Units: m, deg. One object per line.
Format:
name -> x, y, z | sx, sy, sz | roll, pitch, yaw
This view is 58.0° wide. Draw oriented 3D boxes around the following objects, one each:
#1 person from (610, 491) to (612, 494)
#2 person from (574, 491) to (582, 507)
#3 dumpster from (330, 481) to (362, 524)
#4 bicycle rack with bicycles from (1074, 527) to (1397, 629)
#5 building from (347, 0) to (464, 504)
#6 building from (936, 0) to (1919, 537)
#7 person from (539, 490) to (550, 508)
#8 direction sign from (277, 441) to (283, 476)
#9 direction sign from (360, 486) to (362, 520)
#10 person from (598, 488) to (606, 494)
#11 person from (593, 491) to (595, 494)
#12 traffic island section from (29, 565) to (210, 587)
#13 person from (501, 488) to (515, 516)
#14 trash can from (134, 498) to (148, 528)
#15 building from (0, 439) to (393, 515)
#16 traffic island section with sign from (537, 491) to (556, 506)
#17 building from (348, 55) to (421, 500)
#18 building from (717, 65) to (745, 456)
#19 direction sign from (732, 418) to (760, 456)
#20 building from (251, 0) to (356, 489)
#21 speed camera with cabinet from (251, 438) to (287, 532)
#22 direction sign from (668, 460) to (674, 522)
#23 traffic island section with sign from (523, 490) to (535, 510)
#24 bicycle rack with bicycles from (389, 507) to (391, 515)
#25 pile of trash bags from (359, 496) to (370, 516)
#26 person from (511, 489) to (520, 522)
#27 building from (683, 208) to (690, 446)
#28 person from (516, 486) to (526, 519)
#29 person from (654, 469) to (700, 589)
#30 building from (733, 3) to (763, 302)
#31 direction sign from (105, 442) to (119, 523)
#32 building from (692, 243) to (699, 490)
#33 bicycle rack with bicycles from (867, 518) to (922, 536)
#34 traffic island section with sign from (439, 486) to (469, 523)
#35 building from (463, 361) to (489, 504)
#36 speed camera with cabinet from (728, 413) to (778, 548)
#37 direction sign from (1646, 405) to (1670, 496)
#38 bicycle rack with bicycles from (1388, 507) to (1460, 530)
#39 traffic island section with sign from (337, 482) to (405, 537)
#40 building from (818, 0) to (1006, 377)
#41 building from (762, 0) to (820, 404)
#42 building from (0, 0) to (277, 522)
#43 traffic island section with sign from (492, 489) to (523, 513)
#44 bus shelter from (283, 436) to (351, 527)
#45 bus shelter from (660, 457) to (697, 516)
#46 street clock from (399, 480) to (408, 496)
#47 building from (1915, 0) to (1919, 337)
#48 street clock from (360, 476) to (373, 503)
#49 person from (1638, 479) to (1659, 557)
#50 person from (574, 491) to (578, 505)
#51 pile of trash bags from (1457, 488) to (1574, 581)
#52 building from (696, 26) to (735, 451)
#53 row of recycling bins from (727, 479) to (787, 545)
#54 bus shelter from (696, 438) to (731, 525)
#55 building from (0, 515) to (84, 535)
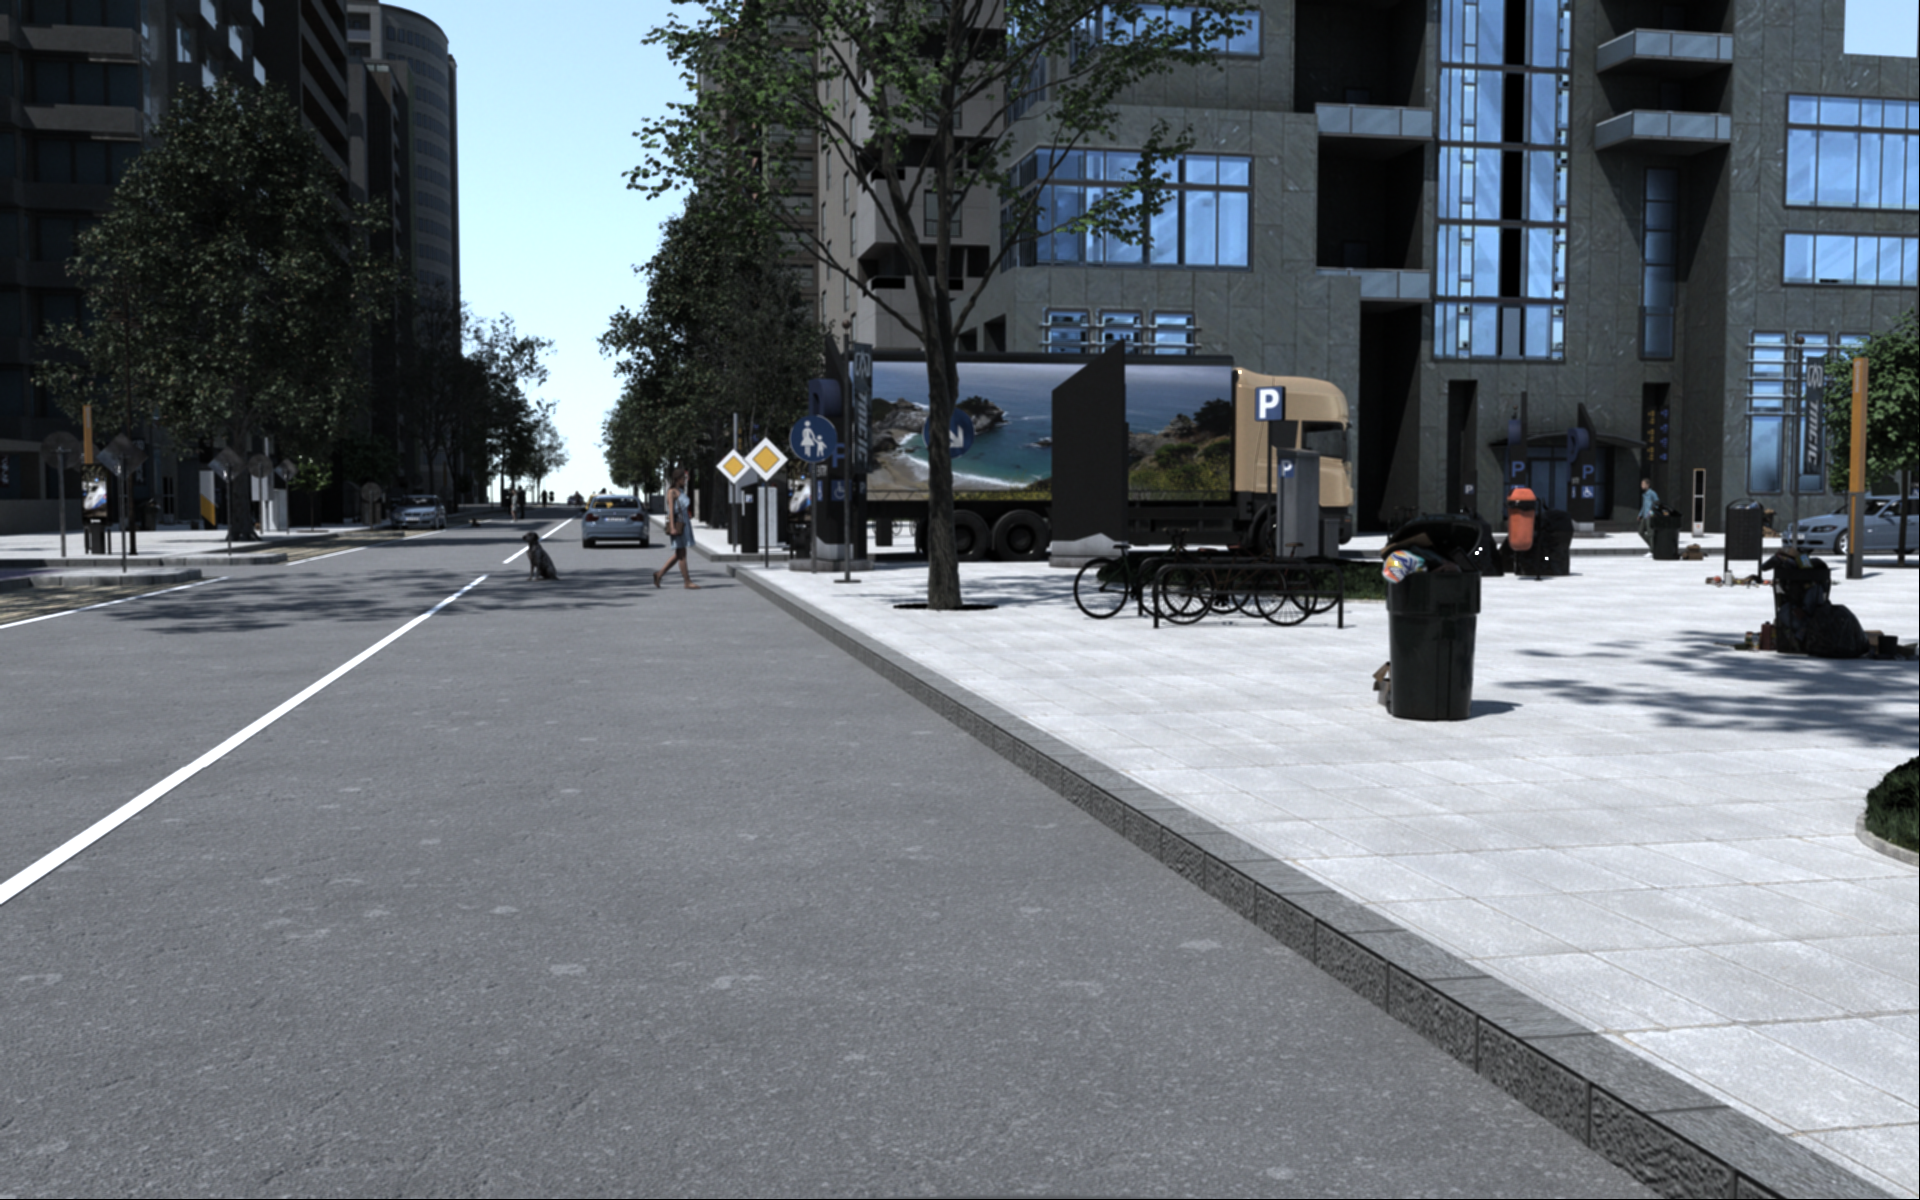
person -> -32.666, -9.300, 161.354 | 0.742, 1.727, 0.445 | -3, 5, -42
person -> -43.481, -11.506, 197.182 | 0.990, 1.755, 0.434 | -2, 4, -26
dumpster -> -27.027, -4.298, 76.027 | 1.264, 1.857, 1.865 | -1, 4, -12
bicycle rack with bicycles -> 2.614, -0.254, 17.539 | 2.925, 0.926, 2.852 | 0, 4, 2
building -> -72.171, -40.750, 208.269 | 21.231, 58.520, 28.212 | -1, 4, -11
building -> 14.502, -45.755, 60.774 | 31.000, 86.520, 22.319 | -1, 4, -11
person -> -44.106, -10.747, 183.844 | 1.348, 1.869, 0.705 | 1, 4, 20
direction sign -> -28.806, -5.035, 74.320 | 0.876, 3.537, 0.379 | -1, 4, -9
direction sign -> -29.364, -5.677, 84.812 | 0.876, 3.537, 0.379 | -3, 4, -37
person -> -21.121, -5.712, 102.150 | 0.793, 1.790, 0.793 | 2, 4, 27
person -> -46.674, -12.995, 221.047 | 0.705, 1.814, 1.350 | 2, 4, 32
traffic island section -> -13.646, -0.365, 28.249 | 2.009, 0.180, 2.903 | -1, 4, -11
person -> -29.556, -6.460, 114.127 | 1.348, 1.823, 0.705 | -2, 4, -24
trash can -> -30.423, -3.222, 64.332 | 0.748, 1.137, 0.748 | 0, 3, 0
building -> -62.652, -27.217, 136.879 | 32.217, 40.220, 23.993 | -1, 4, -11
traffic island section with sign -> -51.467, -12.616, 214.906 | 1.989, 1.847, 2.006 | -1, 4, -11
building -> -57.341, -28.976, 157.356 | 14.154, 41.232, 14.086 | -1, 4, -11
building -> -16.819, -32.008, 173.438 | 14.600, 45.320, 14.200 | -1, 4, -11
direction sign -> -6.395, -3.657, 51.792 | 0.876, 3.537, 0.379 | 1, 4, 13
building -> -53.280, -30.067, 115.302 | 21.300, 48.544, 21.600 | -1, 4, -11
speed camera with cabinet -> -23.721, -3.982, 59.448 | 0.660, 3.252, 2.038 | 0, 4, -4
direction sign -> -12.999, -5.260, 78.000 | 0.379, 3.537, 0.876 | 0, 4, 2
traffic island section with sign -> -40.305, -9.247, 159.809 | 1.989, 1.847, 2.006 | -1, 4, -11
bicycle rack with bicycles -> -32.145, -5.452, 102.527 | 2.925, 0.926, 2.852 | -2, 4, -31
pile of trash bags -> -34.764, -5.569, 100.803 | 1.912, 1.369, 3.447 | -2, 4, -30
person -> -22.678, -4.812, 88.185 | 0.522, 1.701, 0.512 | -2, 4, -27
building -> -34.665, -37.484, 262.967 | 14.600, 45.320, 14.200 | -1, 4, -11
person -> -24.960, -5.534, 98.337 | 0.474, 1.900, 0.648 | 0, 4, 0
person -> -4.296, -1.073, 26.130 | 0.778, 1.811, 0.616 | 1, 4, 15
building -> -8.489, -30.494, 153.207 | 22.147, 44.769, 28.867 | -1, 4, -11
direction sign -> -37.120, -5.139, 76.021 | 0.379, 3.537, 0.876 | 1, 4, 23
building -> -31.785, -34.527, 248.117 | 14.154, 41.232, 14.086 | -1, 4, -11
bicycle rack with bicycles -> -1.602, -2.451, 53.463 | 2.852, 0.926, 2.925 | 1, 4, 23
traffic island section with sign -> -25.153, -4.668, 84.944 | 1.989, 1.847, 2.006 | -1, 4, -11
building -> -80.031, -24.000, 237.439 | 27.650, 21.520, 28.899 | -1, 4, -11
speed camera with cabinet -> -5.007, -2.904, 41.816 | 0.660, 3.252, 2.038 | -2, 4, -26
direction sign -> 17.887, -3.209, 44.469 | 0.379, 3.537, 0.876 | -1, 4, -13
bicycle rack with bicycles -> 12.787, -2.077, 47.345 | 2.925, 0.926, 2.852 | -2, 4, -32
traffic island section with sign -> -19.660, -3.011, 57.865 | 1.989, 1.847, 2.006 | -1, 4, -11
building -> 6.767, -31.179, 99.010 | 28.713, 52.752, 27.495 | -1, 4, -11
building -> -7.996, -27.360, 130.925 | 14.154, 41.232, 14.086 | -1, 4, -11
building -> -49.072, -28.715, 89.096 | 23.786, 49.044, 30.456 | -1, 4, -11
traffic island section with sign -> -34.951, -7.629, 133.366 | 1.989, 1.847, 2.006 | -1, 4, -11
bus shelter -> -26.078, -4.842, 70.451 | 1.731, 3.624, 6.357 | -1, 4, -12
bus shelter -> -15.882, -6.359, 97.889 | 2.014, 3.302, 5.546 | -1, 4, -11
street clock -> -27.947, -5.046, 87.069 | 0.471, 2.002, 0.358 | 3, 5, 41
building -> 45.603, -23.172, 62.449 | 14.086, 41.232, 14.154 | -1, 4, -11
street clock -> -24.349, -4.069, 71.095 | 0.358, 2.002, 0.471 | 2, 4, 31
person -> 15.745, -1.877, 39.525 | 0.444, 1.785, 0.601 | 0, 4, 2
person -> -48.283, -12.811, 217.941 | 1.348, 1.826, 0.705 | 1, 4, 19
pile of trash bags -> 8.618, -1.062, 27.110 | 1.912, 1.369, 3.447 | 1, 4, 10
building -> -23.714, -41.915, 227.310 | 21.231, 58.520, 28.212 | -1, 4, -11
row of recycling bins -> -5.333, -2.358, 45.674 | 1.069, 1.692, 3.534 | 1, 4, 10
bus shelter -> -10.754, -5.159, 75.625 | 1.731, 3.624, 6.357 | -1, 4, -11
building -> -46.470, -22.135, 53.784 | 32.217, 40.220, 23.993 | -1, 4, -11
